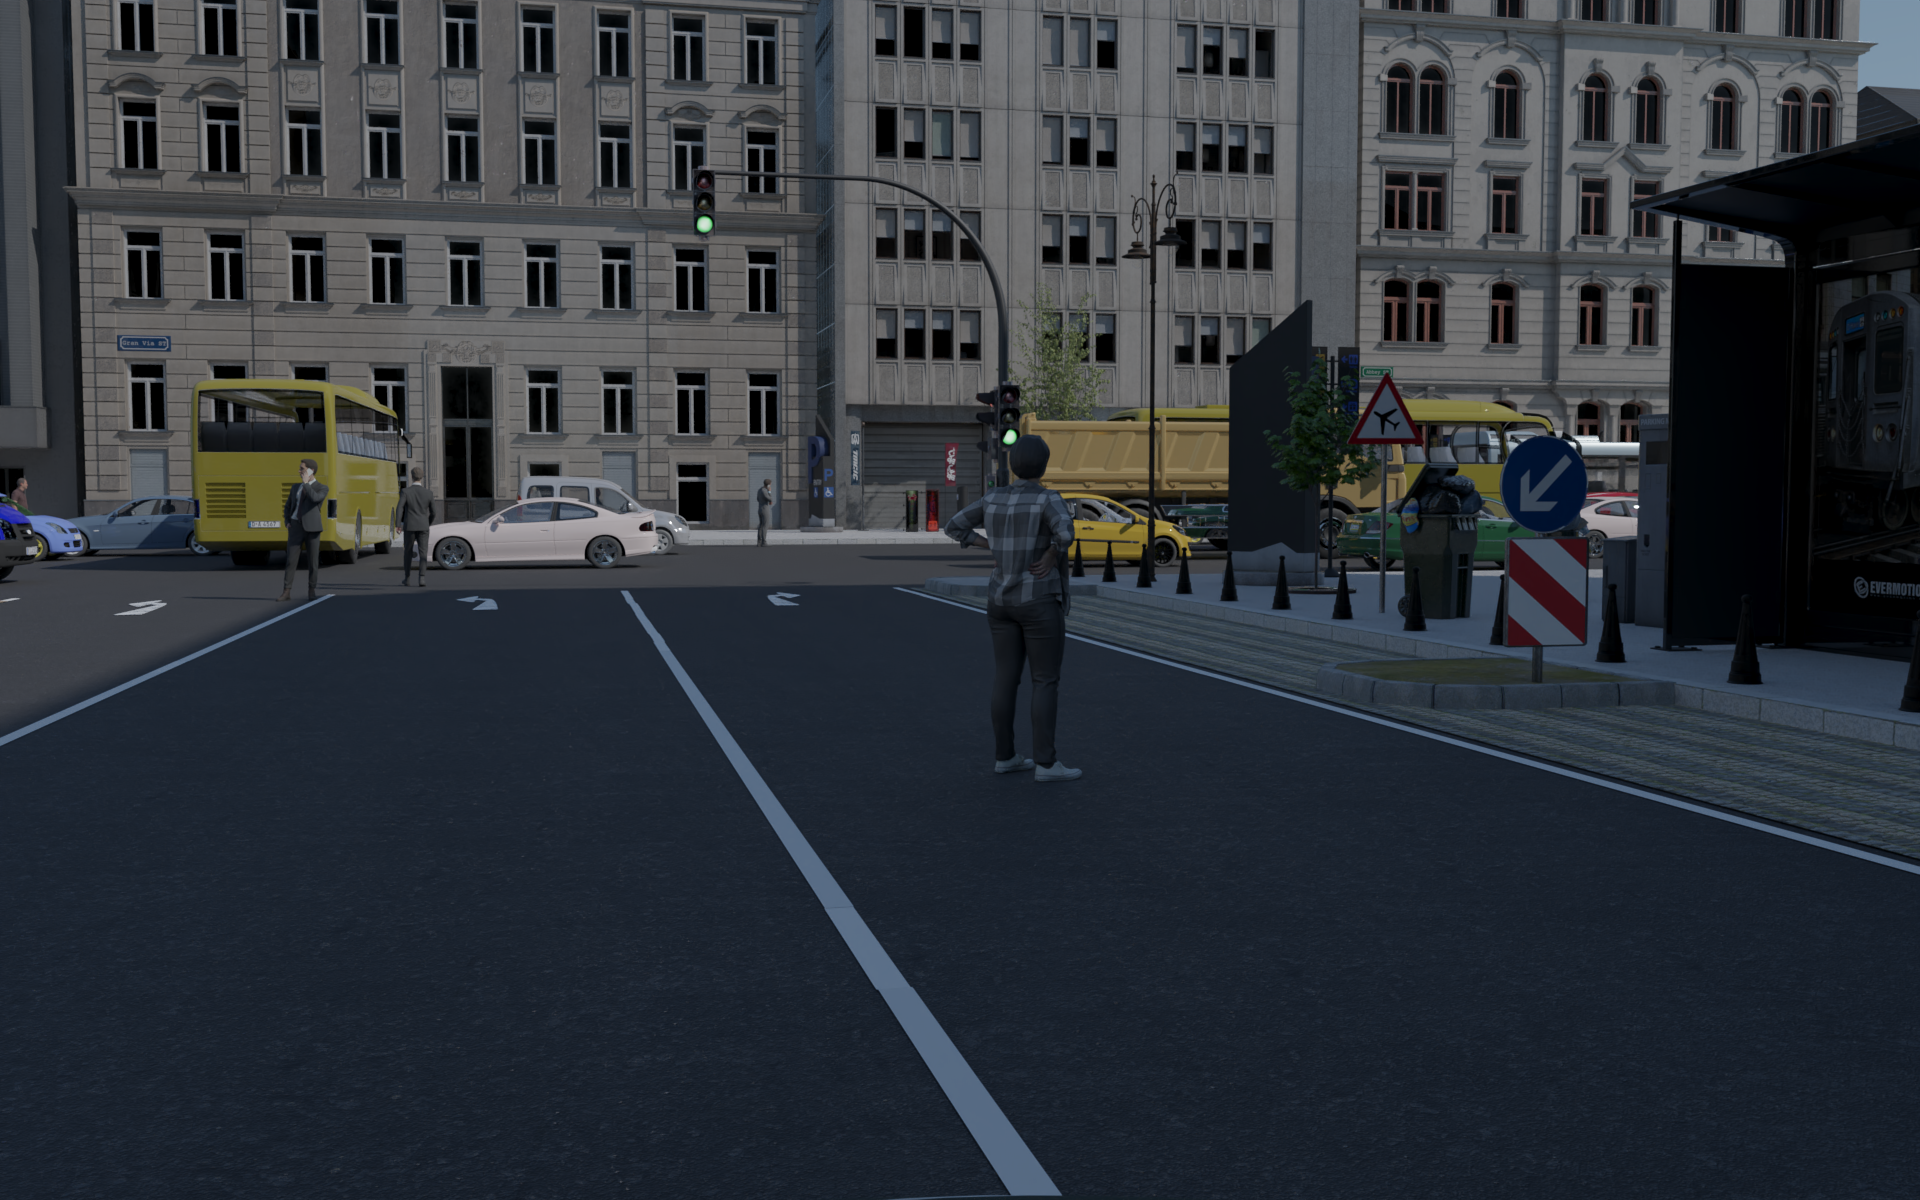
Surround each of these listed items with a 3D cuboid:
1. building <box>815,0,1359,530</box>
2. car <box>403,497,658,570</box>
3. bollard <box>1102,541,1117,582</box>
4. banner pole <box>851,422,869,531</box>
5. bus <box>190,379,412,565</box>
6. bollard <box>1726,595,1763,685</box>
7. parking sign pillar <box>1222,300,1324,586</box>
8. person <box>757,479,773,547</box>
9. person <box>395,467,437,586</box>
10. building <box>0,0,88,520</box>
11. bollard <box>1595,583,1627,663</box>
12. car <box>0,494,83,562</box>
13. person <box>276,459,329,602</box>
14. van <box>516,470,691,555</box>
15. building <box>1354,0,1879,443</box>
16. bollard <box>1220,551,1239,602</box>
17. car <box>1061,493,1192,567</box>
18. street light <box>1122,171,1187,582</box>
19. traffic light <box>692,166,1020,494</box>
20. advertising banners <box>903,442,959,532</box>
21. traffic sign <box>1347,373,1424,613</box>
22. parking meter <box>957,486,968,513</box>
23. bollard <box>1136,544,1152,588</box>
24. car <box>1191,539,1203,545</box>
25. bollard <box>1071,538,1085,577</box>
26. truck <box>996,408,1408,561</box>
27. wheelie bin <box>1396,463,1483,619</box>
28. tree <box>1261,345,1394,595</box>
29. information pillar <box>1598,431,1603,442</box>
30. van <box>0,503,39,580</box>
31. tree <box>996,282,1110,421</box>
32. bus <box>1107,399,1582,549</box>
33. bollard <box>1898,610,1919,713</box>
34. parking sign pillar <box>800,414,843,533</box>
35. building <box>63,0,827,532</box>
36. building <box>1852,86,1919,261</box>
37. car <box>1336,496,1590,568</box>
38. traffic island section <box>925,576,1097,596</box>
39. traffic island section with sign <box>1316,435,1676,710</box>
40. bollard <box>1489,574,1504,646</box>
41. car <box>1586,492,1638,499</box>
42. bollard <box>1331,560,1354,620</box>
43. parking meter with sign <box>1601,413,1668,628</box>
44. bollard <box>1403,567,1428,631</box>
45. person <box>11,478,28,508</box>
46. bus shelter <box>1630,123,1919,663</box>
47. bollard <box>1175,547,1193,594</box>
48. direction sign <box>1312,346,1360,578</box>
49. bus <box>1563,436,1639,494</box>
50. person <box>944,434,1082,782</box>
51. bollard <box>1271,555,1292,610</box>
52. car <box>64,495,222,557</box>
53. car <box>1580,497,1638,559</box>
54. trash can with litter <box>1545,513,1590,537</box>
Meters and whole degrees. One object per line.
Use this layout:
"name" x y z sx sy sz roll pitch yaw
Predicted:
"building" 3.908 -15.342 68.861 19.932 24.808 12.078 -1 4 -13
"car" -8.327 -1.307 33.727 4.827 1.381 2.083 -1 4 -15
"bollard" 2.182 -0.565 25.280 0.229 0.601 0.229 0 3 0
"banner pole" -3.530 -4.297 60.273 0.401 3.779 0.863 3 5 40
"bus" -14.118 -2.837 37.924 2.896 3.916 12.252 -1 4 -12
"bollard" 5.326 0.263 11.734 0.229 0.601 0.229 0 3 0
"parking sign pillar" 4.479 -2.215 24.683 1.447 3.967 1.447 3 5 44
"person" -5.272 -2.367 47.001 0.447 1.846 0.655 -2 4 -30
"person" -8.490 -1.142 26.943 0.659 1.850 0.755 -2 4 -26
"building" -45.301 -14.688 59.211 30.058 24.678 14.314 -1 4 -13
"bollard" 4.979 0.172 13.235 0.229 0.601 0.229 0 3 0
"car" -20.907 -1.685 37.147 3.694 1.707 1.945 -1 4 -14
"person" -8.824 -0.942 23.269 0.648 1.900 0.474 0 4 -1
"van" -8.461 -2.079 41.002 4.112 2.044 2.013 -1 4 -12
"building" 24.798 -17.585 74.901 23.554 28.519 14.401 -1 4 -13
"bollard" 3.229 -0.289 20.760 0.229 0.601 0.229 0 3 0
"car" 2.620 -1.474 34.324 3.980 1.641 2.015 -1 4 -14
"street light" 2.801 -3.207 25.218 0.468 5.910 1.993 -1 4 -13
"traffic light" -1.421 -3.065 24.777 4.771 5.953 1.251 -1 4 -13
"advertising banners" -0.963 -3.814 58.544 2.074 3.025 0.090 -2 4 -26
"traffic sign" 4.557 -1.139 18.624 0.884 2.594 0.081 -1 4 -11
"parking meter" 0.084 -2.920 56.146 0.372 1.533 0.369 0 3 0
"bollard" 2.529 -0.473 23.776 0.229 0.601 0.229 0 3 0
"car" 7.522 -2.459 49.797 3.694 1.707 1.945 -1 4 -12
"bollard" 1.829 -0.658 26.796 0.229 0.601 0.229 0 3 0
"truck" 5.823 -2.616 38.690 9.791 3.379 3.469 -1 4 -12
"wheelie bin" 5.004 -0.617 18.000 0.980 1.594 0.693 -3 5 -44
"tree" 4.541 -1.703 22.439 1.663 3.219 1.824 0 3 0
"information pillar" 23.657 -4.452 64.139 0.183 3.616 0.504 3 5 40
"van" -17.503 -1.402 27.303 5.245 2.365 2.240 -1 4 -13
"tree" 3.358 -6.679 59.567 4.737 8.622 4.395 0 3 0
"bus" 9.954 -3.275 45.098 12.252 3.916 2.896 -1 4 -14
"bollard" 5.678 0.356 10.222 0.229 0.601 0.229 0 3 0
"parking sign pillar" -4.650 -4.257 58.074 1.447 3.967 1.447 -2 4 -27
"building" -18.119 -16.320 64.094 25.104 27.353 12.463 -1 4 -13
"building" 46.988 -13.050 77.995 19.286 19.102 10.561 -1 4 -13
"car" 9.630 -1.299 33.035 4.920 1.459 2.131 -1 4 -15
"traffic island section" 0.639 -0.198 25.511 2.009 0.180 2.903 -1 4 -13
"traffic island section with sign" 3.671 -0.232 12.429 1.989 1.847 2.006 -1 4 -13
"bollard" 4.626 0.079 14.745 0.229 0.601 0.229 0 3 0
"car" 18.243 -2.338 47.263 4.494 1.783 2.155 -1 4 -12
"bollard" 3.927 -0.105 17.762 0.229 0.601 0.229 0 3 0
"parking meter with sign" 6.900 -1.244 16.599 0.543 3.016 1.738 -1 4 -21
"bollard" 4.278 -0.013 16.262 0.229 0.601 0.229 0 3 0
"person" -22.381 -2.000 41.328 0.434 1.807 0.598 0 4 0
"bus shelter" 6.927 -1.222 11.255 1.731 3.624 6.357 -1 4 -13
"bollard" 2.883 -0.380 22.260 0.229 0.601 0.229 0 3 0
"direction sign" 5.721 -2.121 26.683 0.876 3.537 0.379 -1 4 -11
"bus" 21.492 -3.556 53.008 13.247 3.499 2.948 -1 4 -14
"person" 0.325 0.026 8.805 0.376 1.734 0.841 -3 5 -42
"bollard" 3.580 -0.197 19.262 0.229 0.601 0.229 0 3 0
"car" -18.929 -1.741 40.472 4.499 1.417 2.014 -1 4 -15
"car" 15.123 -1.665 39.577 4.827 1.381 2.083 -1 4 -14
"trash can with litter" 7.162 -0.568 20.671 0.624 1.170 1.055 1 4 22
